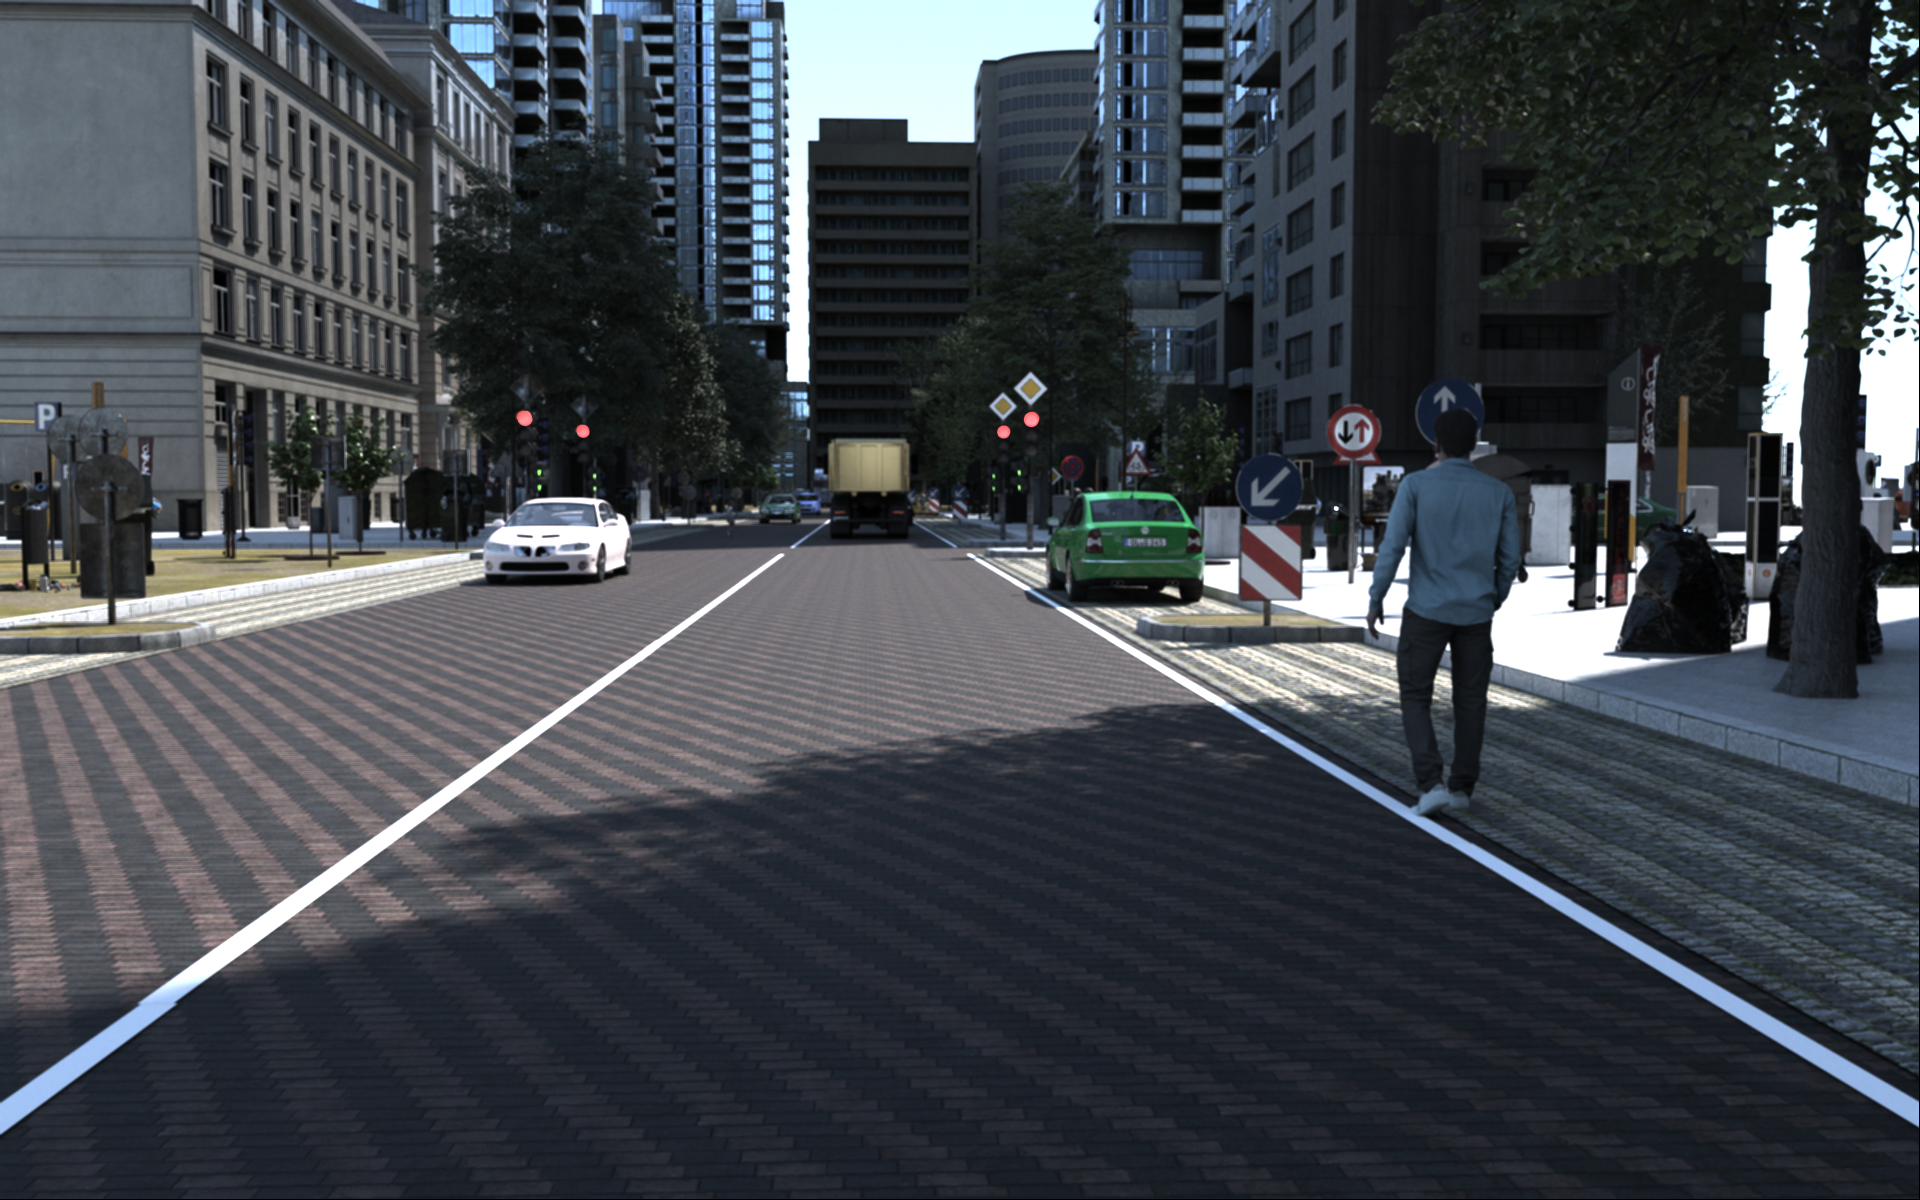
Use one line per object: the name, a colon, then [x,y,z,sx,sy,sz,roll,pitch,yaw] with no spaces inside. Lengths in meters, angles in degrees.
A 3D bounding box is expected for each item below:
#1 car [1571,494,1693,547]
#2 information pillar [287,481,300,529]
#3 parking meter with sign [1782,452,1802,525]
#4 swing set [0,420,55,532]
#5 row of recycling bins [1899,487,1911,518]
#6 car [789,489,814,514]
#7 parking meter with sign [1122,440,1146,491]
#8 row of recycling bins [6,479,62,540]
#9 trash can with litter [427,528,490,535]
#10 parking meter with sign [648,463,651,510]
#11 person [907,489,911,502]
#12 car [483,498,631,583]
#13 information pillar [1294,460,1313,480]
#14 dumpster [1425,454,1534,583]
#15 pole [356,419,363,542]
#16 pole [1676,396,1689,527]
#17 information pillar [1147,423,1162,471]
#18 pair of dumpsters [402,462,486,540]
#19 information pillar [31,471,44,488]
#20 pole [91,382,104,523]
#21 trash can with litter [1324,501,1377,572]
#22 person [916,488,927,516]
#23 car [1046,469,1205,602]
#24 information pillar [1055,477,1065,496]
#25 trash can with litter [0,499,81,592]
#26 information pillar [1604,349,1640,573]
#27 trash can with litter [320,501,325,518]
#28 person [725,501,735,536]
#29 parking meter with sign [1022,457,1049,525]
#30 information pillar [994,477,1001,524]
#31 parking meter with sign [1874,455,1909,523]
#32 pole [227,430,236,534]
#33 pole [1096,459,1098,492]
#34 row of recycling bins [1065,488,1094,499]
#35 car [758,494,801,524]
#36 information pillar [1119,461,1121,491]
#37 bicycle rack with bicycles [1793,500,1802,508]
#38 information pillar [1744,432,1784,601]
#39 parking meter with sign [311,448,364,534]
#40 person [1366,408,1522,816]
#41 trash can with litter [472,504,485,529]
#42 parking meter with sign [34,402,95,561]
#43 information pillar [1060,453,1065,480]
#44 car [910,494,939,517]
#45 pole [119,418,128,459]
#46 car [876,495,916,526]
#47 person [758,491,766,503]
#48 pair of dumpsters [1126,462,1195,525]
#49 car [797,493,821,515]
car: [16.325,-2.016,44.752,4.920,1.459,2.131,0,4,-4]
information pillar: [-24.214,-3.571,62.877,0.304,2.012,0.304,2,4,34]
parking meter with sign: [33.889,-4.590,71.300,0.543,3.016,1.738,-3,5,-40]
swing set: [-20.655,-2.378,36.506,3.119,2.851,2.862,-3,5,-41]
row of recycling bins: [50.201,-5.215,92.374,3.534,1.692,1.069,-2,4,-29]
car: [-11.830,-7.315,128.268,2.281,1.827,5.304,0,4,-5]
parking meter with sign: [5.470,-3.634,55.676,0.543,3.016,1.738,1,4,23]
row of recycling bins: [-25.239,-2.542,48.668,3.534,1.692,1.069,1,4,15]
trash can with litter: [-16.162,-2.725,55.614,2.233,1.210,1.678,-2,4,-30]
parking meter with sign: [-17.401,-6.158,96.937,0.543,3.016,1.738,0,4,5]
person: [-3.525,-6.946,122.412,0.624,1.780,0.694,0,4,1]
car: [-6.761,-1.045,29.443,2.083,1.381,4.827,0,4,-2]
information pillar: [7.409,-2.015,37.430,0.304,2.012,0.304,-1,4,-19]
dumpster: [7.660,-1.224,25.774,1.264,1.857,1.865,0,4,-3]
pole: [-16.011,-3.197,46.117,0.158,3.312,0.155,0,3,0]
pole: [15.068,-2.587,36.133,0.158,3.312,0.155,0,3,0]
information pillar: [6.422,-4.021,57.098,0.504,3.616,0.183,0,4,-5]
pair of dumpsters: [-14.972,-2.921,50.254,1.574,2.255,4.437,0,4,-3]
information pillar: [-28.989,-3.057,54.474,0.304,2.012,0.304,-3,4,-37]
pole: [-15.734,-2.315,31.688,0.158,3.312,0.155,0,3,0]
trash can with litter: [6.629,-1.076,28.985,1.055,1.170,0.624,2,4,25]
person: [-2.281,-5.823,103.802,0.778,1.811,0.616,0,4,7]
car: [2.249,-0.952,24.362,1.959,1.807,4.718,0,4,-3]
information pillar: [5.197,-5.165,88.940,0.304,2.012,0.304,1,4,22]
trash can with litter: [-12.297,-0.770,23.643,1.678,1.210,2.233,0,4,2]
information pillar: [10.795,-2.255,28.217,0.504,3.616,0.183,3,4,38]
trash can with litter: [-24.400,-3.377,66.602,0.624,1.170,1.055,2,4,24]
person: [-7.839,-2.765,58.728,0.382,1.210,0.505,-2,4,-33]
parking meter with sign: [3.345,-4.643,72.180,0.543,3.016,1.738,-3,4,-36]
information pillar: [1.643,-4.217,73.437,0.304,2.012,0.304,-3,5,-44]
parking meter with sign: [41.310,-4.932,76.893,1.738,3.016,0.543,-1,4,-16]
pole: [-23.269,-3.760,55.323,0.158,3.312,0.155,0,3,0]
pole: [7.954,-6.560,101.105,0.158,3.312,0.155,0,3,0]
row of recycling bins: [7.337,-6.681,116.350,3.534,1.692,1.069,1,4,21]
car: [-8.791,-4.465,84.803,2.131,1.459,4.920,0,4,-2]
information pillar: [11.331,-8.049,122.961,0.183,3.616,0.504,0,4,-2]
bicycle rack with bicycles: [54.771,-6.026,111.906,2.925,0.926,2.852,-3,5,-39]
information pillar: [9.661,-0.999,20.823,0.304,2.012,0.304,0,4,4]
parking meter with sign: [-20.321,-3.680,56.428,1.738,3.016,0.543,0,4,6]
person: [2.191,0.044,7.795,0.660,1.820,0.620,0,4,-3]
trash can with litter: [-17.759,-3.193,63.600,0.624,1.170,1.055,-1,4,-20]
parking meter with sign: [-17.092,-2.293,33.748,0.543,3.016,1.738,1,4,15]
information pillar: [5.897,-6.626,99.685,0.183,3.616,0.504,2,4,34]
car: [-2.262,-5.987,108.107,2.015,1.641,3.980,0,4,-5]
pole: [-22.435,-3.219,46.467,0.158,3.312,0.155,0,3,0]
car: [-3.016,-4.243,79.167,2.009,1.686,4.222,0,4,-3]
person: [-22.945,-11.839,202.154,1.350,1.814,0.705,1,4,11]
pair of dumpsters: [6.108,-3.046,52.290,1.574,2.255,4.437,0,4,-3]
car: [-10.500,-6.710,119.297,1.945,1.707,3.694,0,4,-2]
